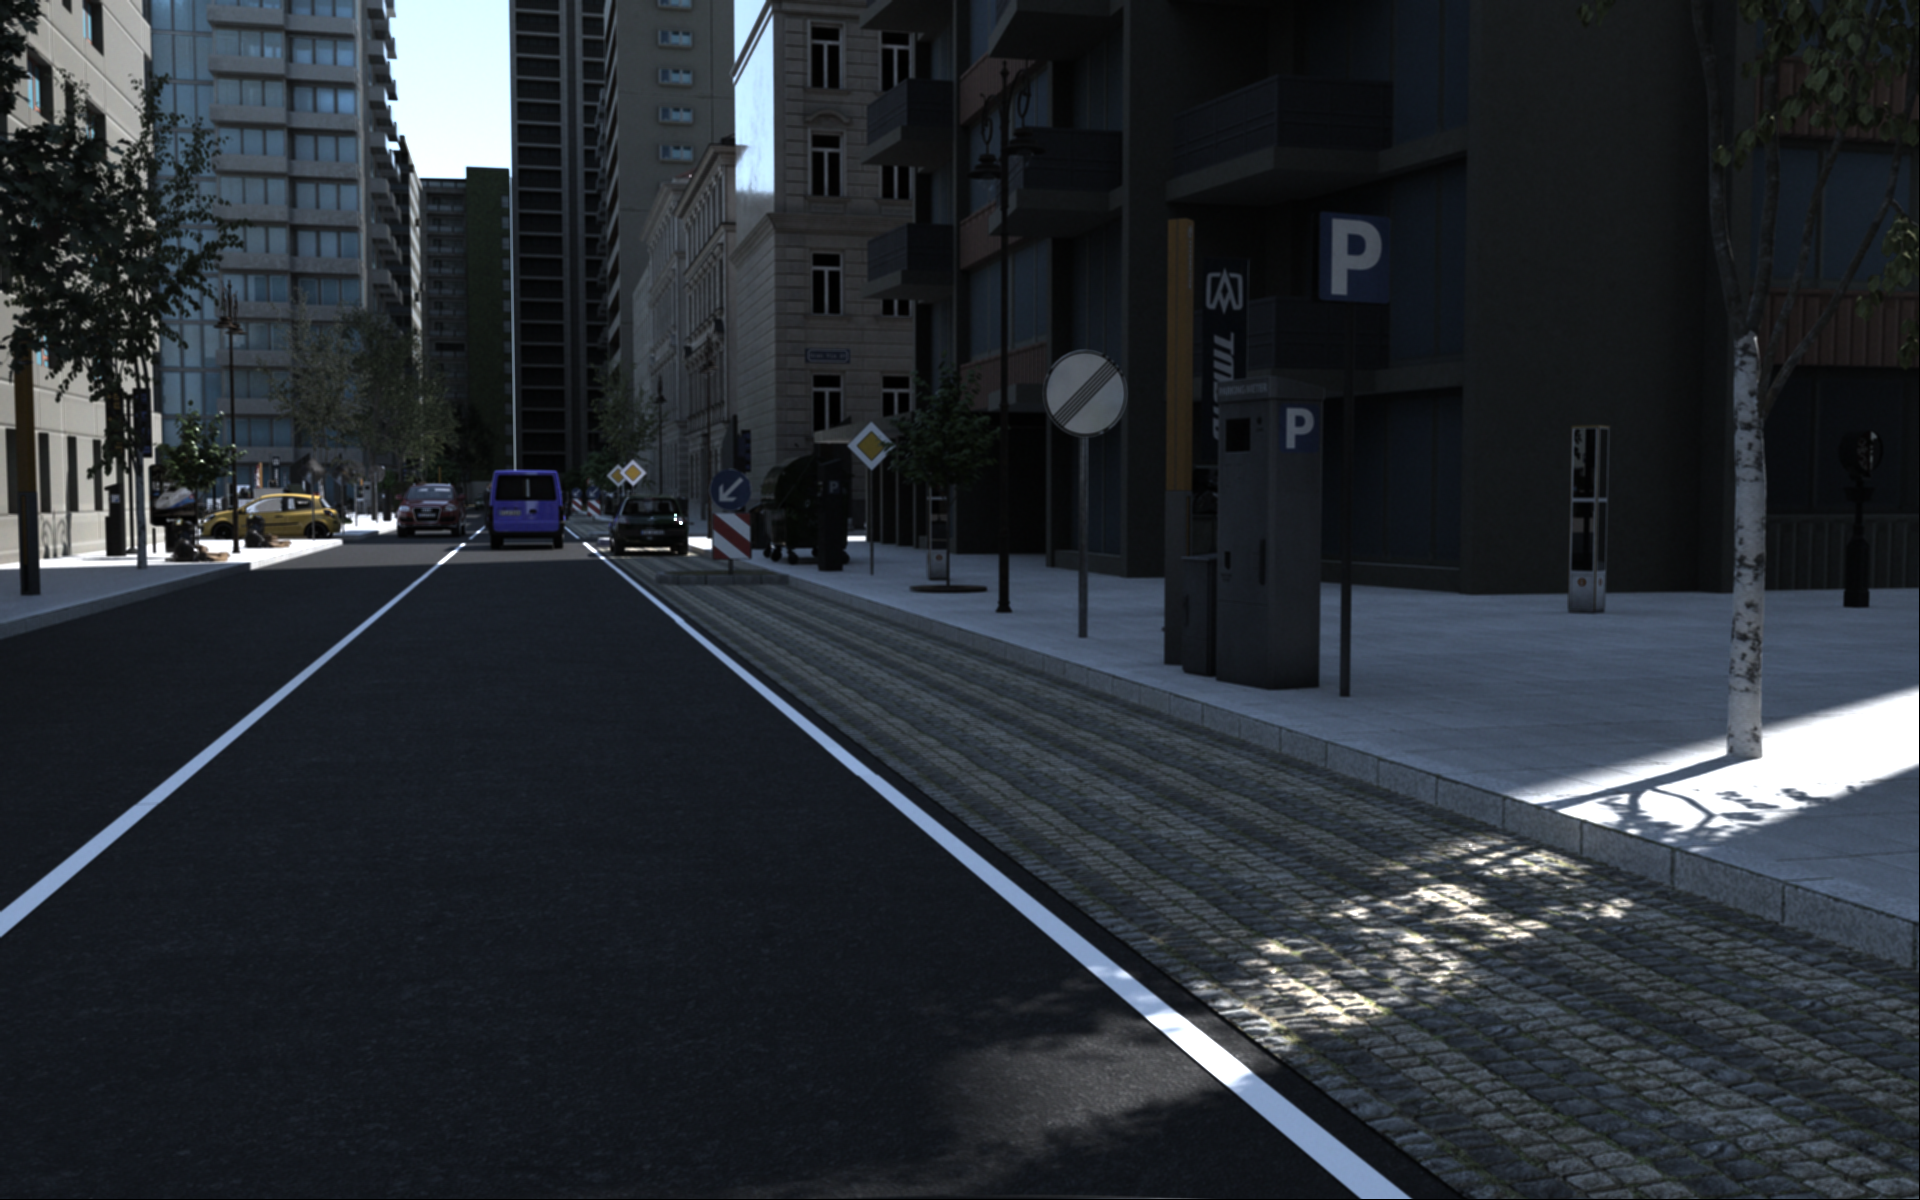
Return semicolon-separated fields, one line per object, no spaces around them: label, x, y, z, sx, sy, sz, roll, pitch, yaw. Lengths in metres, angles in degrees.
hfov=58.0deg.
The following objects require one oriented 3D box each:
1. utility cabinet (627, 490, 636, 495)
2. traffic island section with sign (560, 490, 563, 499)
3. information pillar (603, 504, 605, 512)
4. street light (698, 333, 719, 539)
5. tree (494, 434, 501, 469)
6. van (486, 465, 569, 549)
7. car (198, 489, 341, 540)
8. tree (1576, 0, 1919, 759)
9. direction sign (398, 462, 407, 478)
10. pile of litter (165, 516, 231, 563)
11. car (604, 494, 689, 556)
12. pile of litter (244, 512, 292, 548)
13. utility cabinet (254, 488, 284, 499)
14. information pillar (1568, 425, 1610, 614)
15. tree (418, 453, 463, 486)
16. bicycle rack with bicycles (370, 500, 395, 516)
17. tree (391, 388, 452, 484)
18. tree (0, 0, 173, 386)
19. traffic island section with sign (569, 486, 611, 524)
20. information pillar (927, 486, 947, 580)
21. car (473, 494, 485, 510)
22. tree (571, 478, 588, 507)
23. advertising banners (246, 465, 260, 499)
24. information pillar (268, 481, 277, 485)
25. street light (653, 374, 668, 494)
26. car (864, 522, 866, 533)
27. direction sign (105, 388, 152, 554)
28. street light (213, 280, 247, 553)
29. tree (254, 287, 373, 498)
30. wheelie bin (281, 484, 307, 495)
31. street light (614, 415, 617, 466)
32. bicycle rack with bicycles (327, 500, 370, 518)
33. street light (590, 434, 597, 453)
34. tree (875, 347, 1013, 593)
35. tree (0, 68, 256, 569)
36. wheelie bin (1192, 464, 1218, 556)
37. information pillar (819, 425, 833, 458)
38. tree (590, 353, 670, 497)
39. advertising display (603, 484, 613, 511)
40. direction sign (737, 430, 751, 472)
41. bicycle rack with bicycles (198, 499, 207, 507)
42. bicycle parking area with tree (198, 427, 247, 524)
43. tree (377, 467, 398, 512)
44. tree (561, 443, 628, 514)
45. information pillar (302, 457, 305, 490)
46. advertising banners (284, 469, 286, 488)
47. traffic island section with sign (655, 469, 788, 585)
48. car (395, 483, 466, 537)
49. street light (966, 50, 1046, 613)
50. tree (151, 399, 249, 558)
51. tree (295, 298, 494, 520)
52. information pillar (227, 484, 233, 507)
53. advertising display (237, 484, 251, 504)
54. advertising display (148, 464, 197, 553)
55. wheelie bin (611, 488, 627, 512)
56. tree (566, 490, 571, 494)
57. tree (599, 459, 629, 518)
utility cabinet;-16.420;-4.767;86.620;0.318;1.500;1.173;-1;4;-19
traffic island section with sign;-24.171;-6.118;108.652;1.989;1.847;2.006;-1;4;-14
information pillar;-25.898;-7.472;126.660;0.304;2.012;0.304;-3;4;-37
street light;-7.206;-4.705;49.714;0.468;5.910;1.993;-1;4;-14
tree;-31.643;-10.034;98.472;8.767;10.594;7.601;3;4;39
van;-11.741;-2.605;46.976;2.240;2.365;5.245;-1;4;-13
car;-20.671;-2.550;51.922;3.980;1.641;2.015;-1;4;-13
tree;3.888;-3.524;7.976;4.737;8.622;4.395;0;3;0
direction sign;-39.933;-8.079;124.087;0.876;3.537;0.379;2;4;34
pile of litter;-14.609;-1.175;33.171;1.176;0.858;1.719;-1;4;-20
car;-7.484;-1.938;41.481;2.009;1.686;4.222;-1;4;-13
pile of litter;-16.706;-1.698;41.731;1.176;0.858;1.719;0;4;-8
utility cabinet;-25.593;-3.406;64.362;1.173;1.500;0.318;-2;4;-27
information pillar;6.782;-0.868;18.689;0.304;2.012;0.304;3;5;41
tree;-44.409;-10.016;147.478;4.285;4.588;4.351;0;3;0
bicycle rack with bicycles;-33.799;-5.358;100.980;2.925;0.926;2.852;3;5;44
tree;-34.438;-9.822;110.957;4.737;8.622;4.395;0;3;0
tree;-10.879;-5.836;12.428;9.611;12.733;9.660;0;3;0
traffic island section with sign;-17.590;-4.519;82.509;1.989;1.847;2.006;-1;4;-14
information pillar;-0.330;-1.304;25.811;0.304;2.012;0.304;-1;4;-9
car;-42.559;-8.781;155.359;2.131;1.459;4.920;-1;4;-15
tree;-38.570;-11.181;177.417;1.663;3.219;1.824;0;3;0
advertising banners;-41.600;-6.471;101.989;0.090;3.025;2.074;0;4;-1
information pillar;-37.614;-5.524;94.807;0.304;2.012;0.304;1;4;19
street light;-11.555;-5.753;66.846;0.468;5.910;1.993;-1;4;-14
car;-0.713;-2.690;56.338;4.827;1.381;2.083;-1;4;-14
direction sign;-17.744;-2.755;37.036;0.876;3.537;0.379;-1;4;-20
street light;-15.750;-3.959;37.515;0.468;5.910;1.993;-1;4;-14
tree;-22.648;-6.779;61.201;4.360;8.622;3.978;0;3;0
wheelie bin;-20.943;-2.846;54.438;0.693;1.594;0.980;1;4;20
street light;-19.610;-7.701;98.694;0.468;5.910;1.993;-1;4;-14
bicycle rack with bicycles;-30.763;-4.313;83.894;2.925;0.926;2.852;1;4;9
street light;-27.461;-9.602;129.776;0.468;5.910;1.993;-1;4;-14
tree;-0.176;-1.737;23.002;1.663;3.219;1.824;0;3;0
tree;-14.270;-4.834;29.401;4.737;8.622;4.395;0;3;0
wheelie bin;2.648;-0.640;18.365;0.693;1.594;0.980;3;5;43
information pillar;-4.488;-4.100;58.391;0.504;3.616;0.183;-1;4;-22
tree;-17.440;-8.553;90.210;4.737;8.622;4.395;0;3;0
advertising display;-21.896;-6.325;108.624;0.974;1.923;0.123;1;4;13
direction sign;-7.783;-4.225;61.077;0.876;3.537;0.379;-2;4;-30
bicycle rack with bicycles;-51.629;-6.263;115.777;2.852;0.926;2.925;2;4;28
bicycle parking area with tree;-34.184;-5.258;72.967;8.231;4.147;9.016;1;4;10
tree;-41.269;-7.992;125.273;1.663;3.219;1.824;0;3;0
tree;-23.082;-7.896;112.808;4.285;4.588;4.351;0;3;0
information pillar;-41.010;-7.150;108.260;0.183;3.616;0.504;-2;4;-27
advertising banners;-47.511;-7.711;122.268;0.090;3.025;2.074;-2;4;-30
traffic island section with sign;-3.899;-1.186;28.019;1.989;1.847;2.006;-1;4;-14
car;-18.040;-3.092;59.220;2.281;1.827;5.304;-1;4;-13
street light;0.477;-2.804;18.627;0.468;5.910;1.993;-1;4;-14
tree;-15.667;-2.491;35.334;1.663;3.219;1.824;0;3;0
tree;-28.671;-9.125;83.600;8.767;10.594;7.601;2;4;32
information pillar;-51.493;-7.198;122.173;0.304;2.012;0.304;2;4;35
advertising display;-48.134;-6.794;116.296;0.974;1.923;0.123;-3;5;-39
advertising display;-17.235;-2.002;37.953;0.974;1.923;0.123;-3;5;-45
wheelie bin;-18.094;-5.154;92.170;0.980;1.594;0.693;2;4;24
tree;-45.700;-12.786;203.644;1.663;3.219;1.824;0;3;0
tree;-20.815;-6.740;104.804;1.663;3.219;1.824;0;3;0
